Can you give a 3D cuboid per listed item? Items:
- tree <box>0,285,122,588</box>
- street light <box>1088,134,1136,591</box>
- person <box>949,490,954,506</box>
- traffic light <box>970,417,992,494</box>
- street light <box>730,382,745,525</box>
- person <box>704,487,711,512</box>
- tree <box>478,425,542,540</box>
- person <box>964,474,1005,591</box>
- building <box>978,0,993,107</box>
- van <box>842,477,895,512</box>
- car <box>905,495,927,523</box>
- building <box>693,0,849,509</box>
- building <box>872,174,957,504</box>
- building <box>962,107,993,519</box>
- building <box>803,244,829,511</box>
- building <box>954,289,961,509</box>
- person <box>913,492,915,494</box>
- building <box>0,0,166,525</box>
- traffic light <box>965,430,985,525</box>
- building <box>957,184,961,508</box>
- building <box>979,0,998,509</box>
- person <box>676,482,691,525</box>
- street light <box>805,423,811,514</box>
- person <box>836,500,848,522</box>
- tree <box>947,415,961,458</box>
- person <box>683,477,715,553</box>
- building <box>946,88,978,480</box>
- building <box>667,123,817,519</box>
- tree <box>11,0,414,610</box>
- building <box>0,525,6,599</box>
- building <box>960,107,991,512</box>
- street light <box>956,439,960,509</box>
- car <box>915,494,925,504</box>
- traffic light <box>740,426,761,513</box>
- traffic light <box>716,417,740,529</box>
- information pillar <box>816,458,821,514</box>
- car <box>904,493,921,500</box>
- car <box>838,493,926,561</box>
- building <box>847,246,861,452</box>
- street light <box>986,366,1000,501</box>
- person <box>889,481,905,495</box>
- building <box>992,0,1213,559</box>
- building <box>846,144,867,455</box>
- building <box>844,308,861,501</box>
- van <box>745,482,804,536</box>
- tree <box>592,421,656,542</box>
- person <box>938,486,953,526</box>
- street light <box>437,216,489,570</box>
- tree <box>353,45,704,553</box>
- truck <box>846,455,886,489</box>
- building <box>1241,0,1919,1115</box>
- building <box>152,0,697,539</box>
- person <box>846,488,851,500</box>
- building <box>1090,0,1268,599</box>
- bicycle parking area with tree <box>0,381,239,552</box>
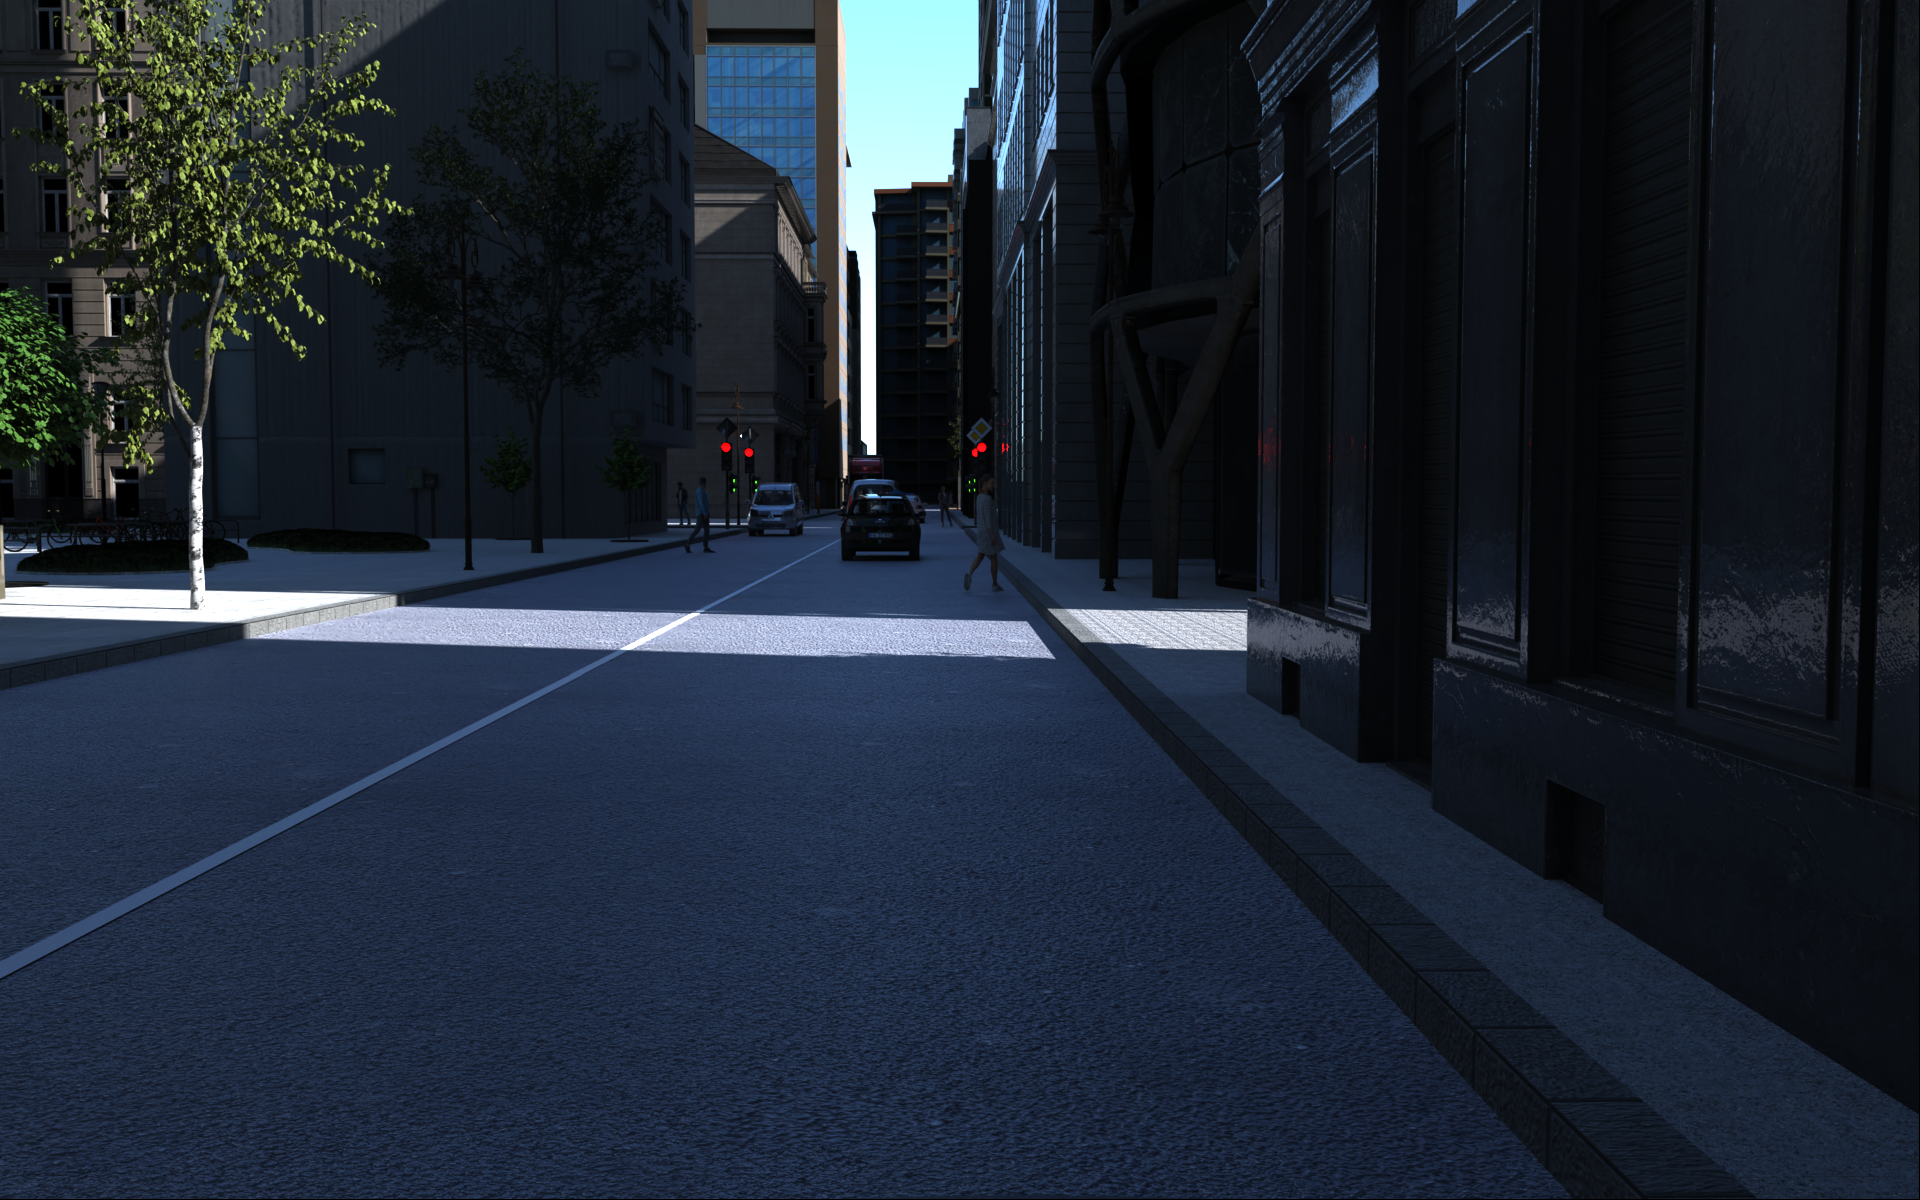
[{"bbox_3d":[-13.607,-2.468,24.070,4.285,4.588,4.351,0,3,0],"label":"tree"},{"bbox_3d":[1.976,-3.056,22.760,0.468,5.910,1.993,0,4,-1],"label":"street light"},{"bbox_3d":[-0.952,-11.319,191.769,0.621,1.740,0.551,-1,4,-21],"label":"person"},{"bbox_3d":[0.771,-4.558,63.440,0.839,4.253,0.868,0,4,-1],"label":"traffic light"},{"bbox_3d":[-9.194,-6.054,71.773,0.468,5.910,1.993,0,4,-1],"label":"street light"},{"bbox_3d":[-10.394,-3.875,70.396,0.512,1.701,0.522,2,4,27],"label":"person"},{"bbox_3d":[-12.675,-3.299,48.543,1.663,3.219,1.824,0,3,0],"label":"tree"},{"bbox_3d":[0.377,-0.992,25.465,0.466,1.731,0.760,3,4,38],"label":"person"},{"bbox_3d":[10.194,-45.399,180.520,20.563,71.187,20.611,0,4,-1],"label":"building"},{"bbox_3d":[-2.469,-2.668,50.638,2.013,2.044,4.112,0,4,-2],"label":"van"},{"bbox_3d":[-2.680,-4.535,86.507,2.083,1.381,4.827,0,4,-1],"label":"car"},{"bbox_3d":[-17.262,-30.766,153.138,14.600,45.320,14.200,0,4,-1],"label":"building"},{"bbox_3d":[0.885,-35.809,240.094,28.867,44.769,22.147,0,4,-1],"label":"building"},{"bbox_3d":[6.449,-16.413,98.027,12.332,23.373,15.834,0,4,-1],"label":"building"},{"bbox_3d":[-17.131,-18.941,128.771,14.460,24.649,34.723,0,4,-1],"label":"building"},{"bbox_3d":[4.901,-16.667,137.127,10.561,19.102,19.286,0,4,-1],"label":"building"},{"bbox_3d":[-5.408,-12.115,207.282,0.721,1.736,1.217,2,4,35],"label":"person"},{"bbox_3d":[-36.780,-17.025,75.626,25.104,27.353,12.463,0,4,-1],"label":"building"},{"bbox_3d":[0.631,-5.046,71.424,0.839,4.253,0.868,0,4,-1],"label":"traffic light"},{"bbox_3d":[6.720,-23.998,164.069,14.160,30.474,14.107,0,4,-1],"label":"building"},{"bbox_3d":[23.173,-18.505,78.970,44.131,29.872,17.030,0,4,-1],"label":"building"},{"bbox_3d":[-11.389,-3.956,71.073,0.623,1.781,0.721,1,4,20],"label":"person"},{"bbox_3d":[-9.871,-8.537,112.360,0.468,5.910,1.993,0,4,-1],"label":"street light"},{"bbox_3d":[-5.574,-4.399,85.929,1.012,1.151,0.738,2,4,27],"label":"person"},{"bbox_3d":[0.982,-12.220,150.165,4.737,8.622,4.395,0,3,0],"label":"tree"},{"bbox_3d":[-6.341,-2.067,42.163,0.748,1.841,0.638,0,4,6],"label":"person"},{"bbox_3d":[10.299,-35.929,207.046,23.786,49.044,30.456,0,4,-1],"label":"building"},{"bbox_3d":[-14.104,-14.709,91.404,10.553,20.767,40.483,0,4,-1],"label":"building"},{"bbox_3d":[-8.443,-4.214,19.267,4.737,8.622,4.395,0,3,0],"label":"tree"},{"bbox_3d":[-25.270,-9.839,5.913,27.650,21.520,28.899,0,4,-1],"label":"building"},{"bbox_3d":[6.227,-18.233,116.129,12.078,24.808,19.932,0,4,-1],"label":"building"},{"bbox_3d":[-0.202,-10.607,146.216,0.468,5.910,1.993,0,4,-1],"label":"street light"},{"bbox_3d":[-4.800,-10.786,188.351,2.014,1.417,4.499,0,4,1],"label":"car"},{"bbox_3d":[-8.629,-5.035,71.246,0.839,4.253,0.868,0,4,-1],"label":"traffic light"},{"bbox_3d":[-8.488,-4.547,63.262,0.839,4.253,0.868,0,4,-1],"label":"traffic light"},{"bbox_3d":[-9.269,-7.447,113.111,0.183,3.616,0.504,1,4,10],"label":"information pillar"},{"bbox_3d":[-3.606,-6.548,116.652,1.945,1.707,3.694,0,4,0],"label":"car"},{"bbox_3d":[-1.754,-1.771,38.741,2.009,1.686,4.222,0,4,-2],"label":"car"},{"bbox_3d":[-18.836,-26.029,197.276,14.160,30.474,14.107,0,4,-1],"label":"building"},{"bbox_3d":[1.199,-5.494,62.619,0.468,5.910,1.993,0,4,-1],"label":"street light"},{"bbox_3d":[-1.751,-2.413,48.292,0.601,1.785,0.444,0,4,-6],"label":"person"},{"bbox_3d":[6.986,-16.543,47.973,11.434,29.767,29.804,0,4,-1],"label":"building"},{"bbox_3d":[-27.371,-40.038,243.859,27.495,52.752,28.713,0,4,-1],"label":"building"},{"bbox_3d":[-24.494,-20.220,175.634,27.650,21.520,28.899,0,4,-1],"label":"building"},{"bbox_3d":[-6.406,-3.263,60.362,2.013,2.044,4.112,0,4,-1],"label":"van"},{"bbox_3d":[-9.010,-3.167,46.374,1.663,3.219,1.824,0,3,0],"label":"tree"},{"bbox_3d":[-0.634,-4.144,76.530,0.520,1.790,0.573,-3,5,-43],"label":"person"},{"bbox_3d":[-8.307,-3.445,29.110,0.468,5.910,1.993,0,4,-1],"label":"street light"},{"bbox_3d":[-9.361,-6.284,37.152,8.767,10.594,7.601,1,4,19],"label":"tree"},{"bbox_3d":[-6.770,-8.341,125.283,2.839,4.237,11.283,0,4,-3],"label":"truck"},{"bbox_3d":[6.689,-9.332,1.722,9.793,20.994,18.267,0,4,-1],"label":"building"},{"bbox_3d":[-16.033,-22.738,55.365,14.086,41.232,14.154,0,4,-1],"label":"building"},{"bbox_3d":[-6.279,-5.458,98.080,0.374,1.781,0.599,1,4,19],"label":"person"},{"bbox_3d":[10.239,-9.633,24.946,16.820,18.784,16.811,0,4,-1],"label":"building"},{"bbox_3d":[-21.991,-3.347,41.734,9.016,4.147,8.231,1,4,11],"label":"bicycle parking area with tree"}]
